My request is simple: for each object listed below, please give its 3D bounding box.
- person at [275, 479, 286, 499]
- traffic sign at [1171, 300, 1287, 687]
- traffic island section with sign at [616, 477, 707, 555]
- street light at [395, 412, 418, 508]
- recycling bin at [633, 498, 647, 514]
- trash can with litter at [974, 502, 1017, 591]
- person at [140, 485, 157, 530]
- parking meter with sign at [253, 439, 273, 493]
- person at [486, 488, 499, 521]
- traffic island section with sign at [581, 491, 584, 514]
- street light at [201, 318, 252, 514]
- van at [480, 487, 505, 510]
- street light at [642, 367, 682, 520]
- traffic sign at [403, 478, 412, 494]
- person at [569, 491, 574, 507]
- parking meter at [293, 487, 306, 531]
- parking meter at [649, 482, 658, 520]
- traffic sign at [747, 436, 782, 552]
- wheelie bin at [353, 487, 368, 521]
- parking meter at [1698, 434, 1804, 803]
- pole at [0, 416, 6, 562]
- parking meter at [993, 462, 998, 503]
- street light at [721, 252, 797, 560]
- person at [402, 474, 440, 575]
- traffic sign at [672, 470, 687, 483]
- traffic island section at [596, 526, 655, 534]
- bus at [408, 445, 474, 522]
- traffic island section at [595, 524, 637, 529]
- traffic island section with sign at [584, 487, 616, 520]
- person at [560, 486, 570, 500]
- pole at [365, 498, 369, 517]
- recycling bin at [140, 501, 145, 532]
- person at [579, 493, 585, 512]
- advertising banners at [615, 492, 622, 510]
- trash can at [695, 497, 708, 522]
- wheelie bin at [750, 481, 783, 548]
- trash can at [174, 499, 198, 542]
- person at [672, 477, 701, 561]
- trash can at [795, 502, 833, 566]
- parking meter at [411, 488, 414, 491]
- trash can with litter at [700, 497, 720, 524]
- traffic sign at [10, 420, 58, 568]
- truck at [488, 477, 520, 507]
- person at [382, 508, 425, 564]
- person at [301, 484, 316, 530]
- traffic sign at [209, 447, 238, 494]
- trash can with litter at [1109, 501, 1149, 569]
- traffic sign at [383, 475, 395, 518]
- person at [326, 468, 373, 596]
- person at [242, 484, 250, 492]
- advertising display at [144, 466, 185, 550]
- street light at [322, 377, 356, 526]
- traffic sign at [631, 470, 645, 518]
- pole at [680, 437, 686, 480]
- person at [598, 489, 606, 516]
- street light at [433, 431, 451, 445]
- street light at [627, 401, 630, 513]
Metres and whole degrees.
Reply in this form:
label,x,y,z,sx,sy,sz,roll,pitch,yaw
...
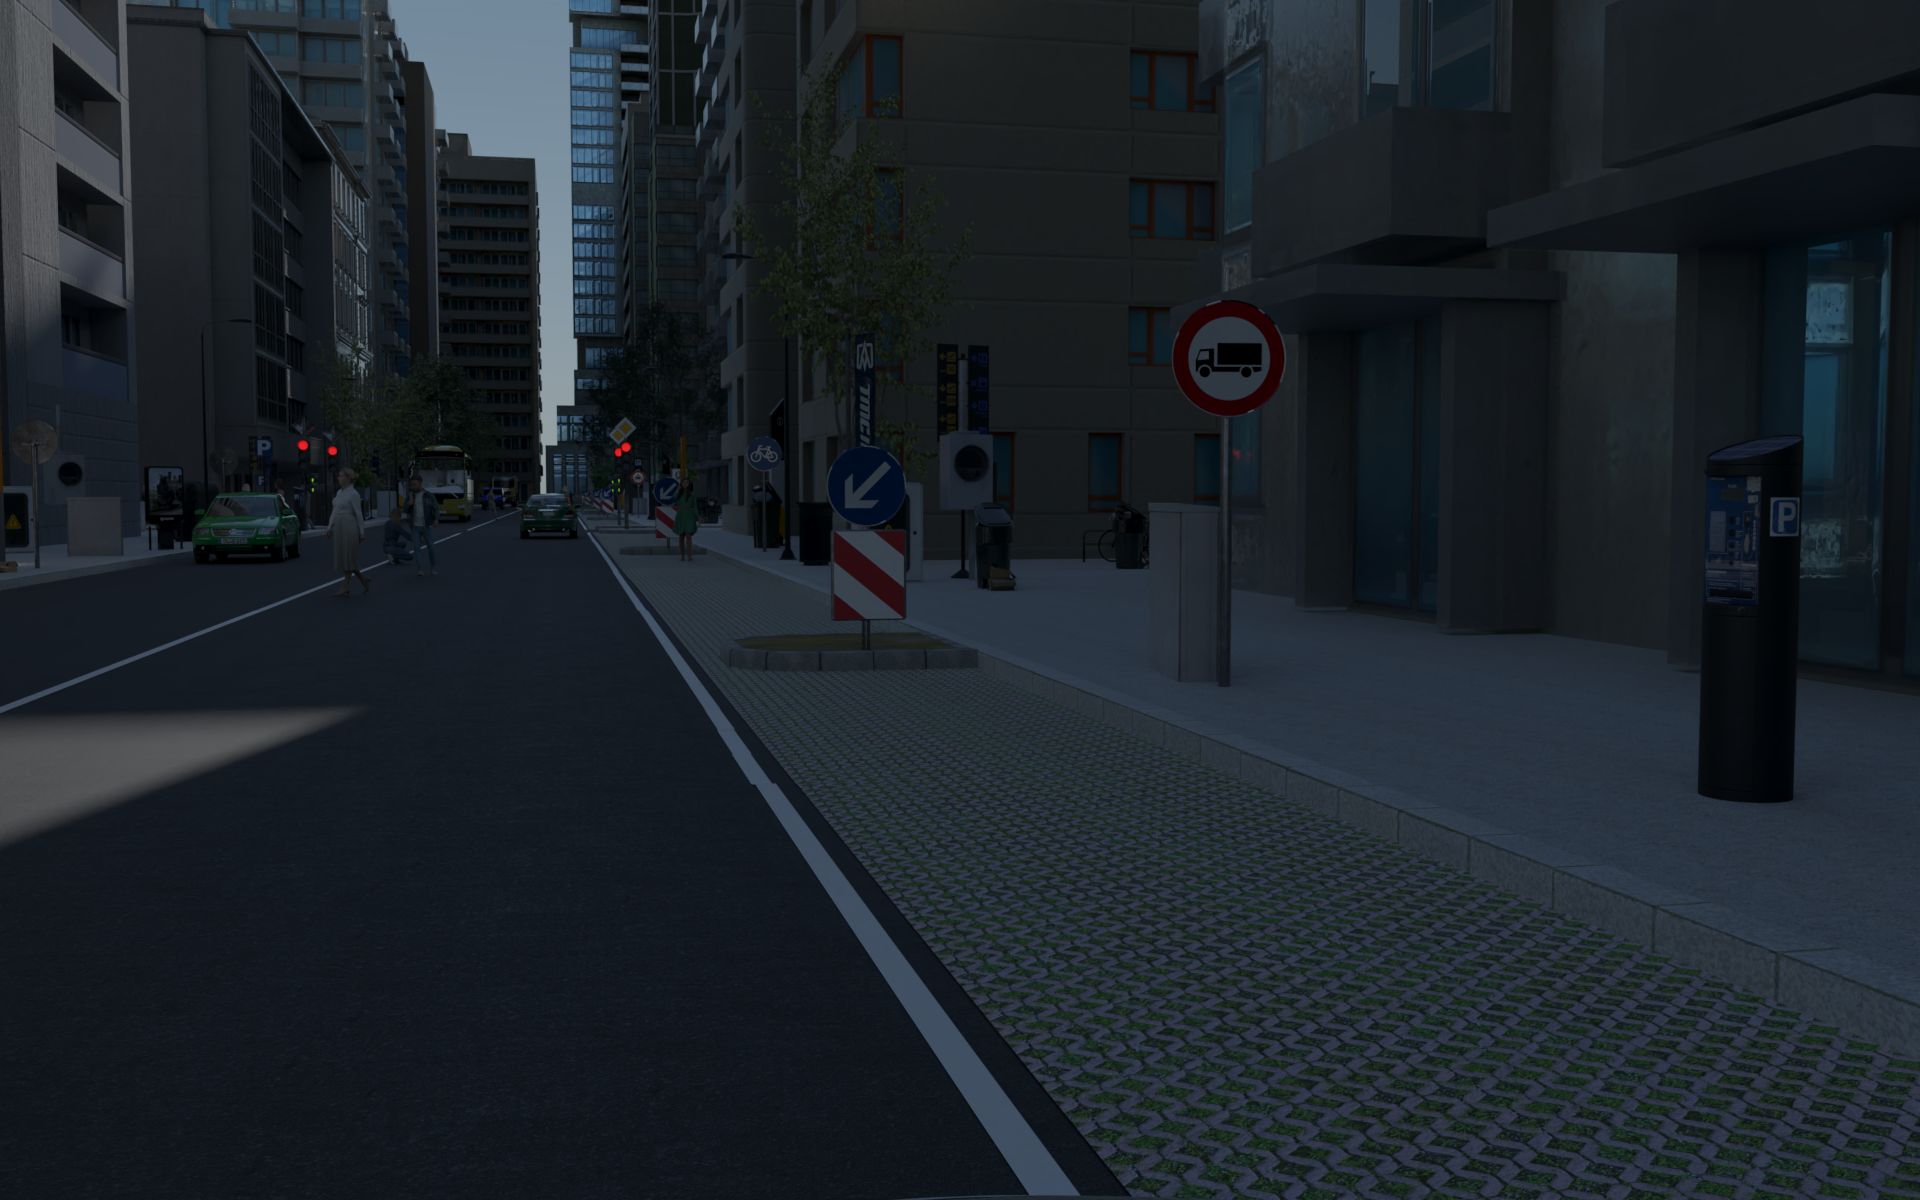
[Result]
label,x,y,z,sx,sy,sz,roll,pitch,yaw
person,-17.904,-2.262,45.501,0.388,1.821,0.555,-2,4,-33
traffic sign,1.763,-0.695,11.467,0.768,2.556,0.104,0,4,-4
traffic island section with sign,-7.106,-1.998,41.292,1.989,1.847,2.006,-1,4,-13
street light,-31.449,-7.691,98.292,1.470,5.913,1.316,-1,4,-13
recycling bin,-20.320,-5.951,109.856,0.722,1.027,0.722,2,4,27
trash can with litter,0.553,-0.731,23.347,0.624,1.170,1.055,-1,4,-13
person,-30.162,-3.452,65.154,1.509,1.804,0.699,0,4,-7
parking meter with sign,-22.452,-3.637,55.721,0.543,3.016,1.738,-2,4,-27
person,-25.260,-5.183,93.576,0.599,1.781,0.374,1,4,21
traffic island section with sign,-25.588,-6.913,121.649,1.989,1.847,2.006,-1,4,-13
street light,-19.361,-4.476,45.719,1.470,5.913,1.316,-1,4,-13
van,-42.739,-9.431,158.576,2.240,2.365,5.245,-1,4,-13
street light,-10.752,-5.558,63.420,1.470,5.913,1.316,-1,4,-13
traffic sign,-34.872,-6.559,109.373,0.606,2.300,0.079,0,4,-5
person,-42.192,-10.970,188.303,0.568,1.767,0.683,2,4,27
parking meter,-22.784,-3.139,59.736,0.372,1.533,0.369,0,3,0
parking meter,-15.111,-4.872,85.370,0.399,1.863,0.255,-2,4,-24
traffic sign,-4.319,-2.333,38.253,0.768,2.556,0.104,0,4,-5
wheelie bin,-28.428,-4.515,81.723,0.980,1.594,0.693,-1,4,-15
parking meter,3.339,0.067,7.321,0.372,1.533,0.369,0,3,0
pole,-16.854,-2.228,30.265,0.158,3.312,0.155,0,3,0
parking meter,0.565,-1.592,31.743,0.255,1.863,0.399,0,4,3
street light,-3.896,-3.733,33.584,1.470,5.913,1.316,-1,4,-13
person,-9.537,-1.334,30.659,0.623,1.781,0.721,-1,4,-19
traffic sign,-11.438,-4.192,70.674,0.606,2.300,0.079,-1,4,-8
traffic island section,-12.150,-2.506,63.246,2.009,0.180,2.903,-1,4,-13
bus,-26.999,-6.071,90.811,2.896,3.916,12.252,-1,4,-14
traffic island section,-13.940,-2.982,71.029,2.009,0.180,2.903,-1,4,-13
traffic island section with sign,-19.455,-5.283,95.005,1.989,1.847,2.006,-1,4,-13
person,-17.719,-4.218,77.650,0.537,1.800,0.526,1,4,12
pole,-33.749,-6.400,98.490,0.158,3.312,0.155,0,3,0
recycling bin,-28.169,-2.826,58.765,0.722,1.027,0.722,0,4,3
person,-29.875,-7.713,137.202,0.503,1.515,0.523,2,4,32
advertising banners,-26.836,-8.602,136.828,0.090,3.025,2.074,-2,4,-35
trash can,-12.160,-4.237,80.936,0.748,1.137,0.748,0,3,0
wheelie bin,-4.612,-2.032,41.137,0.693,1.594,0.980,-1,4,-20
trash can,-20.924,-2.143,46.684,0.748,1.137,0.748,0,3,0
person,-5.833,-1.720,36.873,0.600,1.795,0.529,-1,4,-16
trash can,-2.590,-1.192,31.149,0.748,1.137,0.748,0,3,0
parking meter,-34.787,-6.410,110.509,0.255,1.863,0.399,1,4,13
trash can with litter,-10.844,-3.867,74.614,1.055,1.170,0.624,3,4,38
traffic sign,-15.945,-1.820,29.855,0.768,2.556,0.104,-1,4,-9
truck,-51.433,-12.229,195.869,3.469,3.379,9.791,-1,4,-13
person,-11.590,-1.330,35.741,0.738,1.151,1.012,-3,5,-41
person,-25.082,-3.526,66.246,0.767,1.812,0.694,0,4,3
traffic sign,-20.131,-2.890,47.362,0.768,2.556,0.104,0,4,-4
trash can with litter,3.128,-1.127,29.822,1.055,1.170,0.624,-1,4,-13
traffic sign,-30.293,-5.493,91.934,0.606,2.300,0.079,-1,4,-12
person,-8.622,-0.965,24.509,0.641,1.798,0.478,-3,5,-44
person,-25.672,-3.274,62.213,0.537,1.800,0.526,-1,4,-15
advertising display,-18.300,-2.119,39.861,0.123,1.923,0.974,2,4,26
street light,-24.699,-5.895,68.919,1.470,5.913,1.316,-1,4,-13
traffic sign,-17.353,-5.709,93.440,0.768,2.556,0.104,0,4,-4
pole,-9.833,-4.146,61.626,0.158,3.312,0.155,0,3,0
person,-23.311,-6.363,112.763,0.641,1.798,0.478,3,4,36
street light,-38.072,-9.462,127.252,1.470,5.913,1.316,-1,4,-13
street light,-16.026,-6.959,86.326,1.470,5.913,1.316,-1,4,-13
